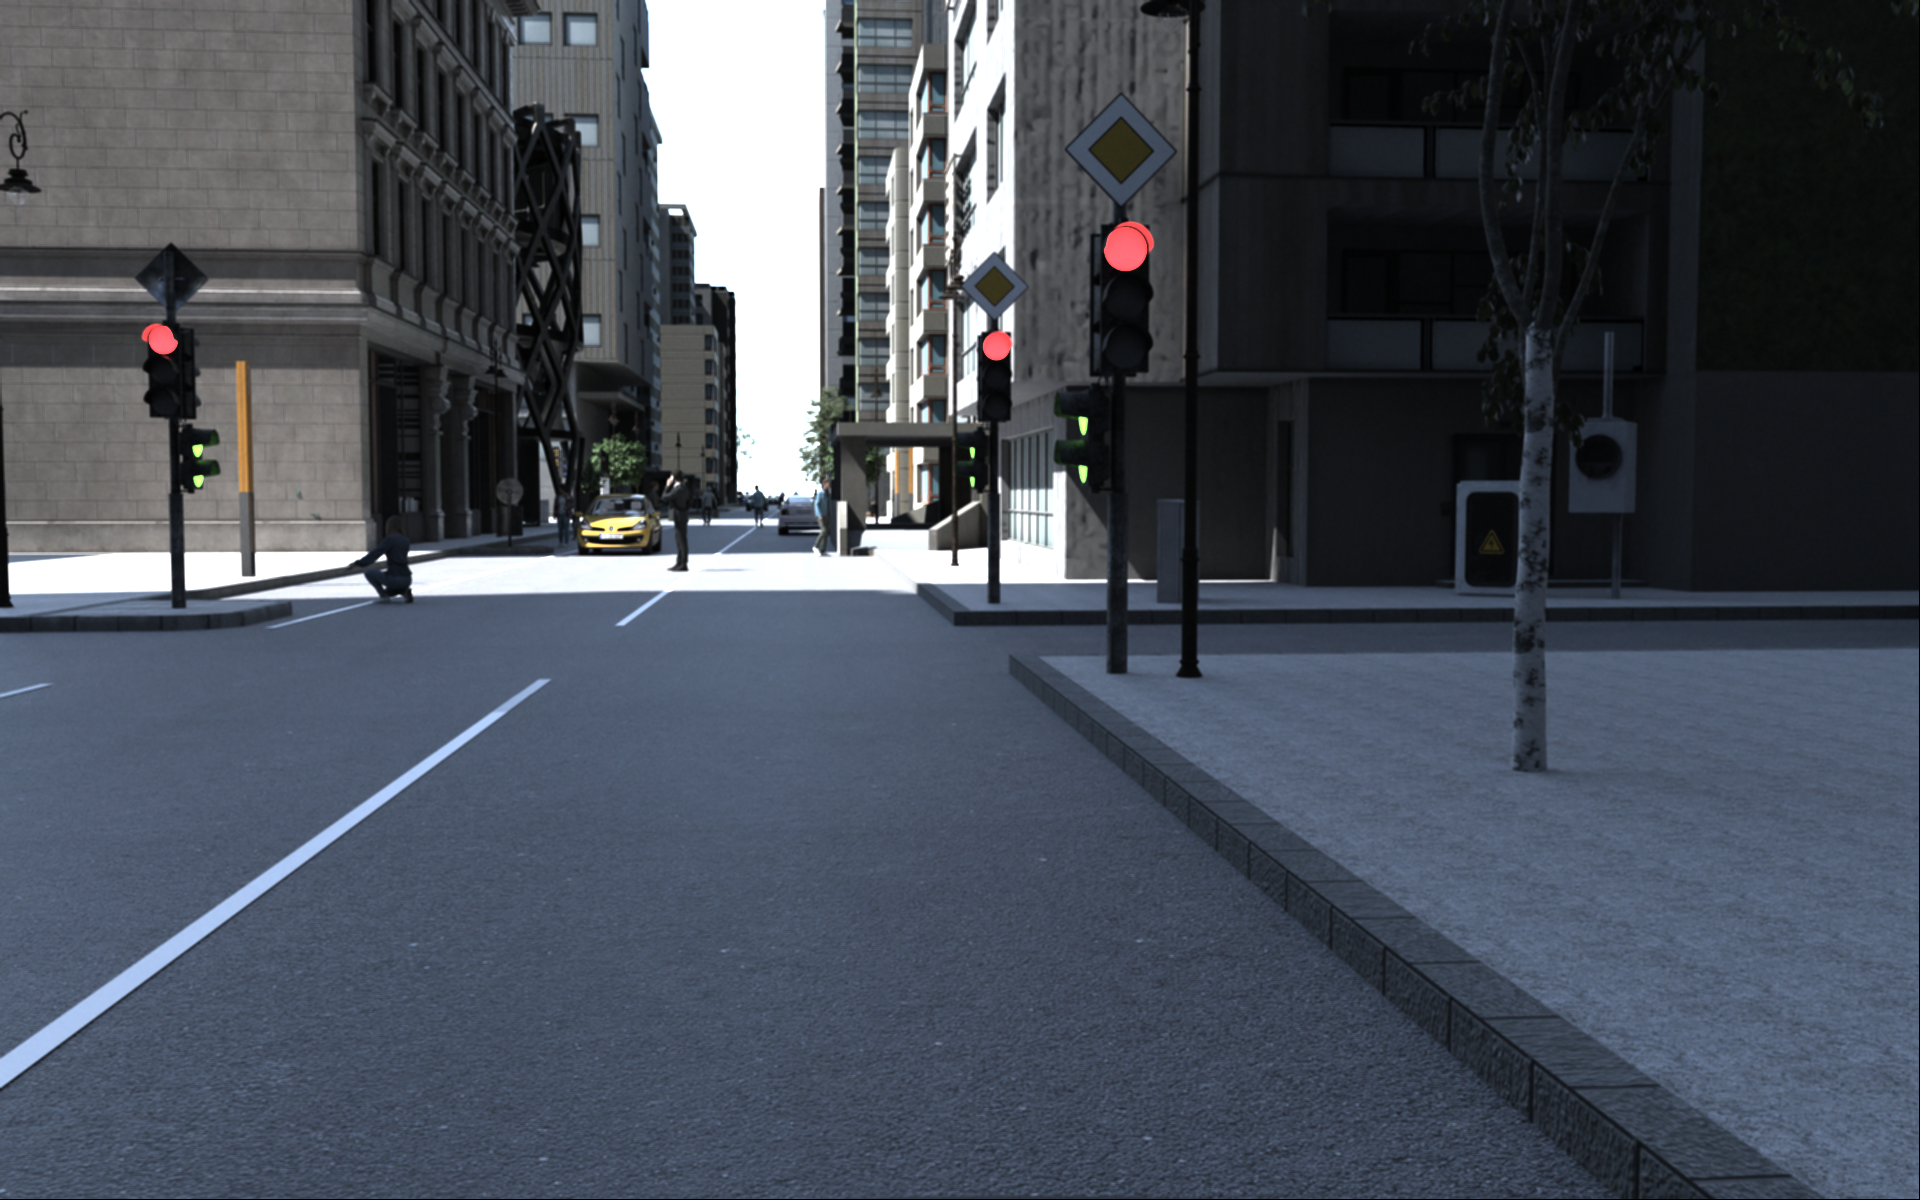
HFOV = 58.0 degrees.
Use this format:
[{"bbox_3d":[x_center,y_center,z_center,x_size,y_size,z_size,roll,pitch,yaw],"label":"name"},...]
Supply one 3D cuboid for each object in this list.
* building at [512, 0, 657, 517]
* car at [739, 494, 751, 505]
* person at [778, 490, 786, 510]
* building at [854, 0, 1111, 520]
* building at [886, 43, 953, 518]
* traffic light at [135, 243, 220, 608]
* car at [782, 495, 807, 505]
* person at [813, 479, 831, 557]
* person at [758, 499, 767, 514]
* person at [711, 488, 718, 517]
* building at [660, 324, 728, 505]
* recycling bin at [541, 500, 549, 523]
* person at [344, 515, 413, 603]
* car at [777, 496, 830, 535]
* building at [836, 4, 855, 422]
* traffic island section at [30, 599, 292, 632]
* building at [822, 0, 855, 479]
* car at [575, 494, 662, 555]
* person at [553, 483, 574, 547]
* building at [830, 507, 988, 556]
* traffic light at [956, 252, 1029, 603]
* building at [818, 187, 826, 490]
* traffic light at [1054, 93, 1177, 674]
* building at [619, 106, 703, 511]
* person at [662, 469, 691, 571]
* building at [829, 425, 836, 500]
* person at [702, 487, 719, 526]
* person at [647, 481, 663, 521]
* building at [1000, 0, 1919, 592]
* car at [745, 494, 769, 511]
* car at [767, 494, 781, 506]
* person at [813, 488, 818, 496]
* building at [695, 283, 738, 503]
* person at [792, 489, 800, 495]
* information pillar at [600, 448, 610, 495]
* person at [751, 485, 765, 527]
[{"bbox_3d":[-33.382,-31.591,105.744,28.713,52.752,27.495,0,4,-5],"label":"building"},{"bbox_3d":[-26.742,-12.698,217.205,1.945,1.707,3.694,0,4,-3],"label":"car"},{"bbox_3d":[-16.157,-9.107,157.272,0.709,1.838,0.599,-2,4,-26],"label":"person"},{"bbox_3d":[0.630,-25.713,104.005,14.154,41.232,14.086,0,4,-5],"label":"building"},{"bbox_3d":[11.028,-14.517,82.389,27.650,21.520,28.899,0,4,-5],"label":"building"},{"bbox_3d":[-8.793,-1.865,19.417,0.839,4.253,0.868,0,4,-5],"label":"traffic light"},{"bbox_3d":[-10.060,-5.843,107.892,2.083,1.381,4.827,0,4,-4],"label":"car"},{"bbox_3d":[-3.145,-1.887,39.701,0.444,1.785,0.601,2,4,35],"label":"person"},{"bbox_3d":[-14.361,-7.051,124.501,0.721,1.743,1.217,3,5,40],"label":"person"},{"bbox_3d":[-15.704,-6.232,110.524,0.705,1.807,1.348,1,4,14],"label":"person"},{"bbox_3d":[-40.217,-21.133,190.571,27.650,21.520,28.899,0,4,-5],"label":"building"},{"bbox_3d":[-18.973,-3.995,77.875,0.722,1.027,0.722,3,5,40],"label":"recycling bin"},{"bbox_3d":[-7.606,-0.538,22.787,0.738,1.151,1.012,2,4,32],"label":"person"},{"bbox_3d":[-5.557,-3.053,62.283,2.083,1.381,4.827,0,4,-4],"label":"car"},{"bbox_3d":[2.252,-28.804,125.571,22.147,44.769,28.867,0,4,-5],"label":"building"},{"bbox_3d":[-8.834,0.167,19.548,2.009,0.180,2.903,0,4,-5],"label":"traffic island section"},{"bbox_3d":[-5.184,-40.296,200.844,21.231,58.520,28.212,0,4,-5],"label":"building"},{"bbox_3d":[-8.206,-1.936,41.872,2.015,1.641,3.980,0,4,-5],"label":"car"},{"bbox_3d":[-10.733,-2.300,46.939,0.563,1.720,0.643,0,4,5],"label":"person"},{"bbox_3d":[12.608,-21.747,47.437,32.217,40.220,23.993,0,4,-5],"label":"building"},{"bbox_3d":[0.379,-1.917,20.269,0.839,4.253,0.868,0,4,-5],"label":"traffic light"},{"bbox_3d":[-13.091,-36.461,246.244,14.600,45.320,14.200,0,4,-5],"label":"building"},{"bbox_3d":[1.107,-1.431,12.317,0.839,4.253,0.868,0,4,-5],"label":"traffic light"},{"bbox_3d":[-39.945,-28.372,155.766,32.217,40.220,23.993,0,4,-5],"label":"building"},{"bbox_3d":[-5.274,-1.488,32.187,0.474,1.900,0.648,0,4,2],"label":"person"},{"bbox_3d":[-0.382,-51.468,154.178,22.319,86.520,31.000,0,4,-5],"label":"building"},{"bbox_3d":[-11.297,-4.243,78.364,0.782,1.767,0.515,-2,4,-26],"label":"person"},{"bbox_3d":[-7.830,-2.174,44.601,0.362,1.759,0.519,-2,4,-32],"label":"person"},{"bbox_3d":[7.239,-21.079,28.236,14.086,41.232,14.154,0,4,-5],"label":"building"},{"bbox_3d":[-17.230,-8.402,147.154,2.009,1.686,4.222,0,4,-4],"label":"car"},{"bbox_3d":[-22.614,-12.244,209.980,2.009,1.686,4.222,0,4,-4],"label":"car"},{"bbox_3d":[-9.586,-6.537,115.521,0.705,1.807,1.348,0,4,7],"label":"person"},{"bbox_3d":[-37.775,-28.425,236.452,14.160,30.474,14.107,0,4,-5],"label":"building"},{"bbox_3d":[-12.281,-7.421,129.918,1.350,1.814,0.705,1,4,9],"label":"person"},{"bbox_3d":[-18.072,-5.919,88.132,0.504,3.616,0.183,-3,5,-43],"label":"information pillar"},{"bbox_3d":[-8.822,-4.110,75.566,0.638,1.841,0.748,0,4,-8],"label":"person"}]
